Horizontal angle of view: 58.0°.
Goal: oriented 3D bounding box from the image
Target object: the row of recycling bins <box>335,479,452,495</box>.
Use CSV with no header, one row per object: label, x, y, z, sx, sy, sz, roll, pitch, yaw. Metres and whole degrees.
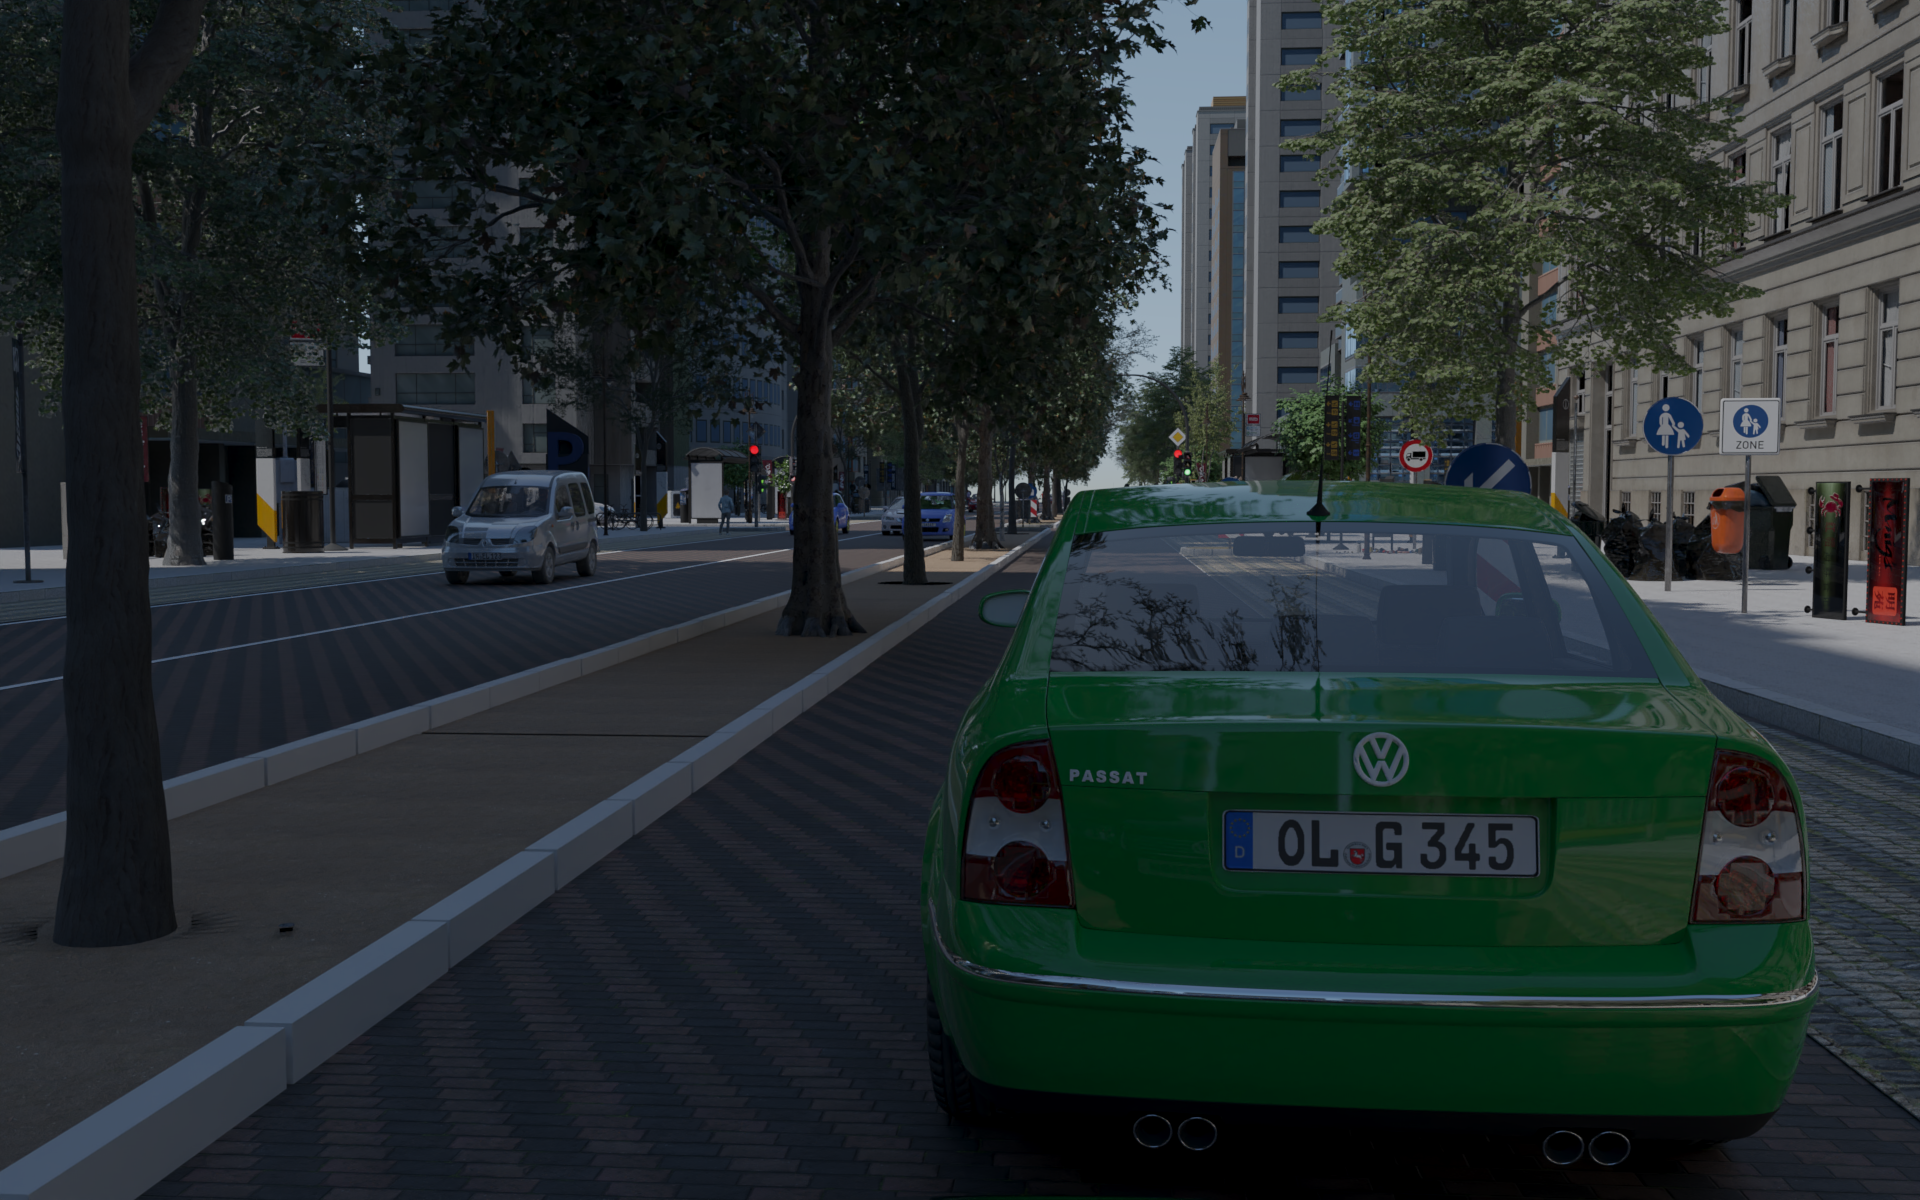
row of recycling bins,-15.671,-2.534,48.537,3.534,1.692,1.069,-2,4,-32

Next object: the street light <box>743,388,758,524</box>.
street light,-9.139,-6.267,75.248,0.468,5.910,1.993,0,4,5

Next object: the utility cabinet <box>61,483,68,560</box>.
utility cabinet,-17.174,-1.545,33.942,0.318,1.500,1.173,0,4,-4

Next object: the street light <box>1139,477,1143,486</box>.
street light,25.381,-16.633,244.736,0.468,5.910,1.993,0,4,5

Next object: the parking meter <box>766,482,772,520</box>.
parking meter,-9.494,-4.927,86.263,0.255,1.863,0.399,-1,4,-13

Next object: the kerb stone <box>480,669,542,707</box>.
kerb stone,-3.141,0.623,12.015,0.120,0.150,1.000,0,4,5

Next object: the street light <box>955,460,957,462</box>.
street light,-0.335,-12.889,183.519,0.468,5.910,1.993,0,4,5

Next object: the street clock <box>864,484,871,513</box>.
street clock,-6.390,-7.061,120.017,0.471,2.002,0.358,0,4,-4

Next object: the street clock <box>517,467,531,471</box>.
street clock,-11.711,-2.571,46.608,0.471,2.002,0.358,-1,4,-17

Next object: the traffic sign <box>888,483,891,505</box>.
traffic sign,-5.164,-7.871,128.798,0.768,2.556,0.104,0,4,5

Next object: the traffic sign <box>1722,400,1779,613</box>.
traffic sign,8.445,-1.006,18.582,0.606,2.300,0.079,0,4,8

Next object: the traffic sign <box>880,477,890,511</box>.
traffic sign,-5.501,-7.750,126.812,0.768,2.556,0.104,1,4,14

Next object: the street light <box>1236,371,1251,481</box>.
street light,10.612,-5.638,64.961,0.468,5.910,1.993,0,4,5

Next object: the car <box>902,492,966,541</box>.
car,-0.801,-2.723,54.118,1.945,1.707,3.694,0,4,6

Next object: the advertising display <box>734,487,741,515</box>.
advertising display,-13.554,-6.131,105.454,0.123,1.923,0.974,1,4,12

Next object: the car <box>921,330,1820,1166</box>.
car,0.970,0.216,5.259,1.959,1.807,4.718,0,4,6

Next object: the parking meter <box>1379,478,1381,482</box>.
parking meter,15.696,-3.568,64.046,0.399,1.863,0.255,0,4,7

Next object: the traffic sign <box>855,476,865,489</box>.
traffic sign,-7.127,-7.527,123.168,0.768,2.556,0.104,1,4,11

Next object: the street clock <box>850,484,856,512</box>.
street clock,-7.811,-7.438,126.188,0.358,2.002,0.471,-3,4,-36

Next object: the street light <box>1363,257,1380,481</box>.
street light,7.988,-3.733,33.828,0.468,5.910,1.993,0,4,5

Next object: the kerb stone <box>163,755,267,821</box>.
kerb stone,-3.481,0.873,7.921,0.120,0.150,1.000,0,4,5

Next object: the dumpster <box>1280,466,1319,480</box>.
dumpster,10.499,-3.105,53.265,1.502,2.255,1.985,0,4,4

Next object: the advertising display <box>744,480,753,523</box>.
advertising display,-9.526,-4.466,78.235,0.123,1.923,0.974,1,4,9

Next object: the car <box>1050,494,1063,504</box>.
car,11.582,-12.347,210.919,2.155,1.783,4.494,0,4,3

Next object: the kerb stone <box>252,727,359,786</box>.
kerb stone,-3.392,0.811,8.941,0.120,0.150,1.000,0,4,5

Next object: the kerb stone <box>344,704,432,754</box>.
kerb stone,-3.308,0.748,9.967,0.120,0.150,1.000,0,4,5

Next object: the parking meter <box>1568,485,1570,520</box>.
parking meter,16.926,-2.460,48.632,0.372,1.533,0.369,0,3,0

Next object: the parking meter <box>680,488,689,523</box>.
parking meter,-12.214,-4.180,76.751,0.372,1.533,0.369,0,3,0

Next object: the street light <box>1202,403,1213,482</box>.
street light,12.313,-6.953,86.465,0.468,5.910,1.993,0,4,5

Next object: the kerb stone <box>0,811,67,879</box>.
kerb stone,-3.568,0.935,6.903,0.120,0.150,1.000,0,4,5

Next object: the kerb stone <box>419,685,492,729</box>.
kerb stone,-3.221,0.685,10.996,0.120,0.150,1.000,0,4,5

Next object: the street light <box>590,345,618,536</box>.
street light,-10.974,-4.937,53.501,0.468,5.910,1.993,0,4,5

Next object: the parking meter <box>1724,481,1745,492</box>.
parking meter,14.867,-1.521,33.278,0.372,1.533,0.369,0,3,0

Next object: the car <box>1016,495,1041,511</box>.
car,5.773,-8.357,145.672,2.155,1.783,4.494,0,4,3

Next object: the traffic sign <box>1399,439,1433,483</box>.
traffic sign,10.589,-2.457,40.273,0.768,2.556,0.104,1,4,14

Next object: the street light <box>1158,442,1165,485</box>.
street light,17.435,-10.706,147.827,0.468,5.910,1.993,0,4,5

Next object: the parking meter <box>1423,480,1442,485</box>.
parking meter,8.644,-1.421,31.641,0.372,1.533,0.369,0,3,0

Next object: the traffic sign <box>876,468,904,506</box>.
traffic sign,-5.355,-8.571,134.009,2.265,3.308,0.079,1,4,10

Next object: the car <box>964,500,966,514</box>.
car,-0.639,-6.253,114.033,2.131,1.459,4.920,0,4,3

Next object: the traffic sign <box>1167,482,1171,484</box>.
traffic sign,15.087,-7.532,123.251,0.768,2.556,0.104,1,4,14

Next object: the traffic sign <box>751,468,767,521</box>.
traffic sign,-9.399,-4.948,81.006,0.768,2.556,0.104,1,4,10

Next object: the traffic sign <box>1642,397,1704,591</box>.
traffic sign,9.343,-1.387,22.783,0.768,2.556,0.104,0,4,7

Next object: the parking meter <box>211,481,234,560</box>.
parking meter,-14.361,-1.549,33.738,0.372,1.533,0.369,0,3,0

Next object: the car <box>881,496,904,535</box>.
car,-1.659,-3.021,61.757,2.083,1.381,4.827,0,4,5

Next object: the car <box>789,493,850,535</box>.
car,-5.009,-3.192,61.781,1.945,1.707,3.694,0,4,6

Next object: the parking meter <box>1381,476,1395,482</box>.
parking meter,13.761,-3.048,55.539,0.255,1.863,0.399,2,4,26

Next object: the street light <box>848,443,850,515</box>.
street light,-6.779,-8.118,105.511,0.468,5.910,1.993,0,4,5

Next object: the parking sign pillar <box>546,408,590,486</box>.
parking sign pillar,-12.305,-4.029,54.347,1.447,3.967,1.447,0,4,-5

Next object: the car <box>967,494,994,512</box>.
car,1.623,-7.775,136.154,2.155,1.783,4.494,0,4,4
